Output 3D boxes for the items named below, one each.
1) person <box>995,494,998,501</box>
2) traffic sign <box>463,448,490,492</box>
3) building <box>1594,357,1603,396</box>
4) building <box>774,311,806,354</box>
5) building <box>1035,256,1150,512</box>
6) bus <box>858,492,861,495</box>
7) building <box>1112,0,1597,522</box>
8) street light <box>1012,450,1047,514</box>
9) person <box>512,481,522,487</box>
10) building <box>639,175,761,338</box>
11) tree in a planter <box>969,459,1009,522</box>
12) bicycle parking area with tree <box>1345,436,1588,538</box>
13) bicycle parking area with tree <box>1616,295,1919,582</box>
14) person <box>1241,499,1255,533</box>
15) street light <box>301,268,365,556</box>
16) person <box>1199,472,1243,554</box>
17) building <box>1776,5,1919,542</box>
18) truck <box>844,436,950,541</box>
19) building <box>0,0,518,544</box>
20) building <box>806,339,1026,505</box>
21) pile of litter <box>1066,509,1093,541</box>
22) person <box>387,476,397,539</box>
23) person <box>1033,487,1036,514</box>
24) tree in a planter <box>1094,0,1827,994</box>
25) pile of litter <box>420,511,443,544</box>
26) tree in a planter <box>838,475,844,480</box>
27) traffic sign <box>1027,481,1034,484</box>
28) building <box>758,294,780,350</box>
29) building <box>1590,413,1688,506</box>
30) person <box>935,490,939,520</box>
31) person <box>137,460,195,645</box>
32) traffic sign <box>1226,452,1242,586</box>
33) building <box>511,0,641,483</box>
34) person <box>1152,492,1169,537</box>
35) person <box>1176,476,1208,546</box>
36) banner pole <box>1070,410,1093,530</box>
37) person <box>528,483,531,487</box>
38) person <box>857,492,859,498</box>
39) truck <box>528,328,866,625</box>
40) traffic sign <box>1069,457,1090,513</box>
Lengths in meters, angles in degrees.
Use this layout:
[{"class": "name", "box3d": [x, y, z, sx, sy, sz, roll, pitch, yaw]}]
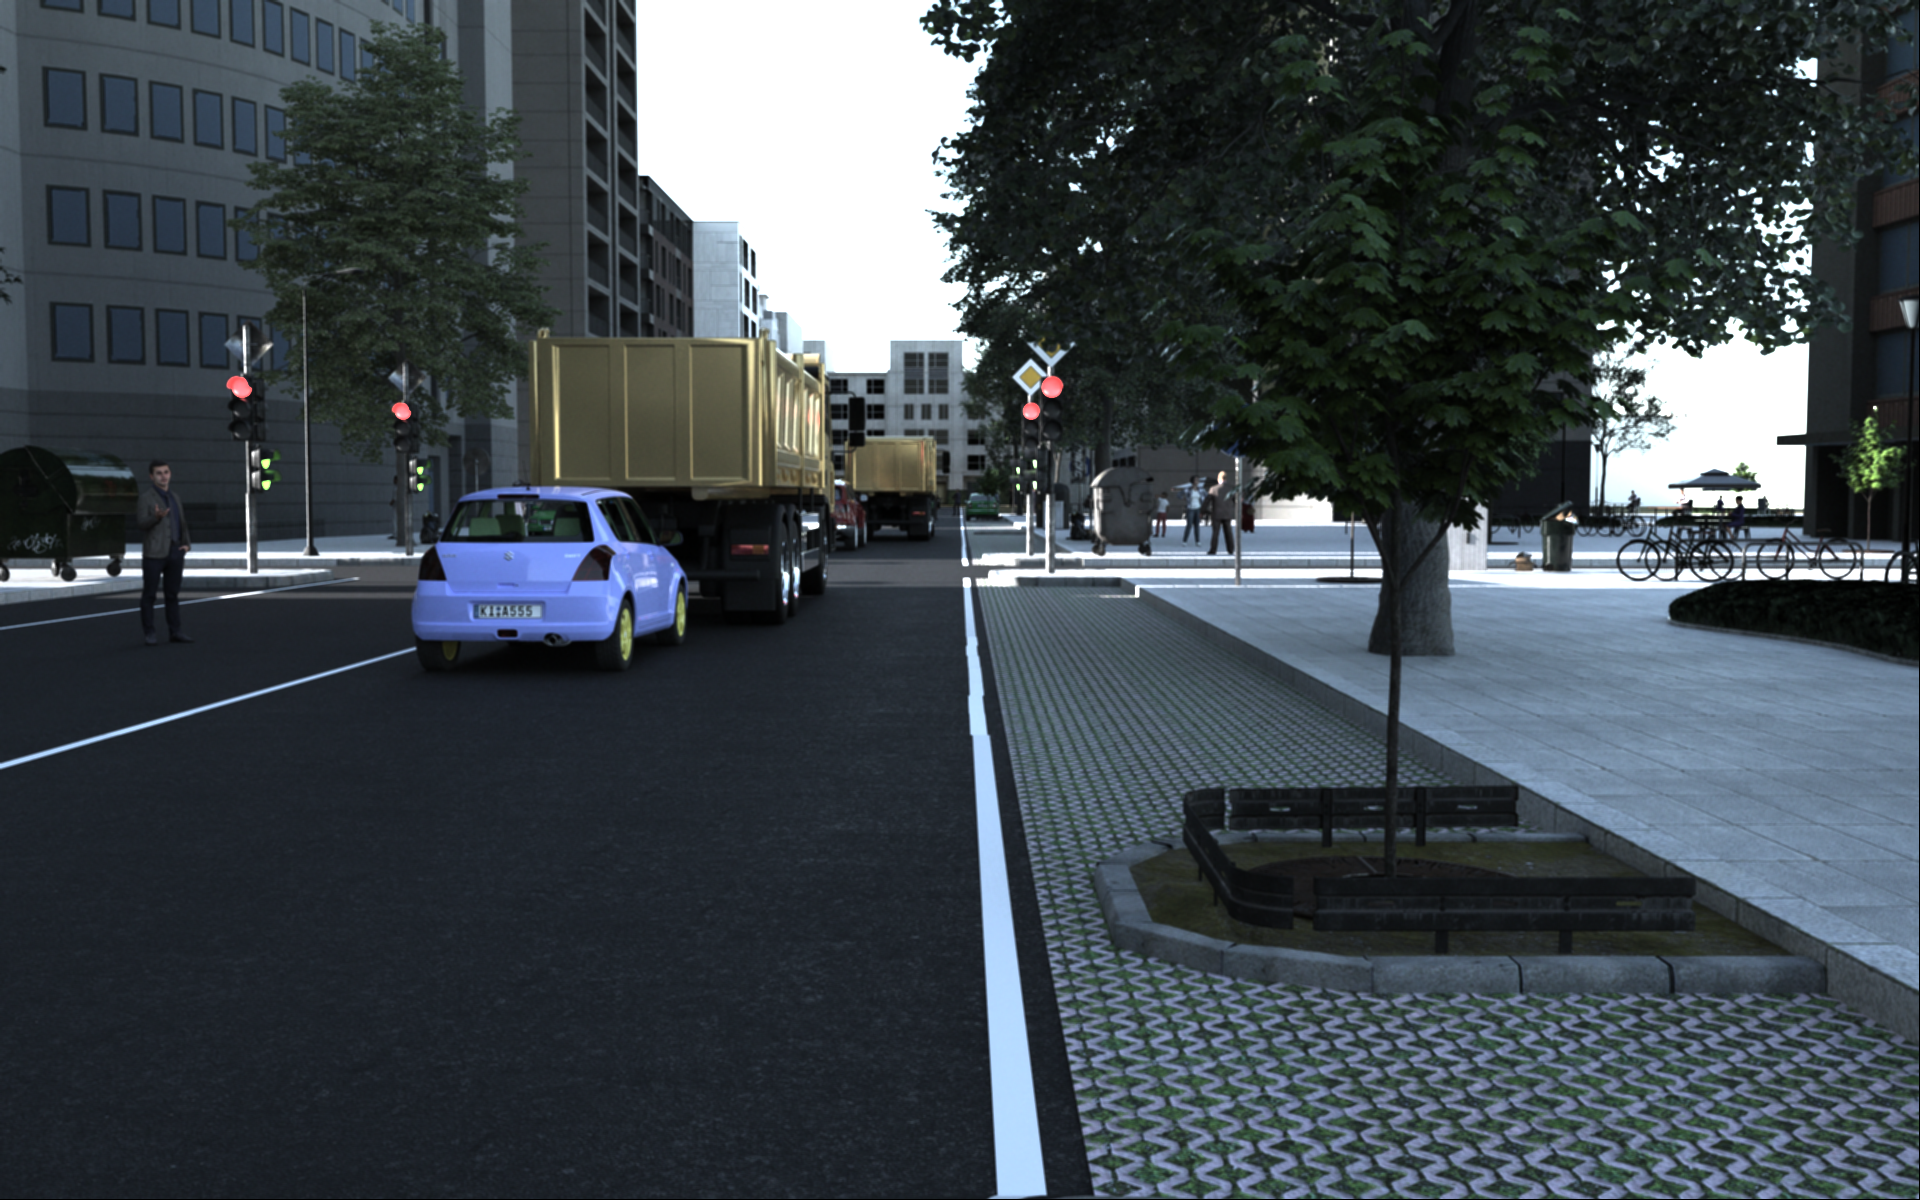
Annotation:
[{"class": "person", "box3d": [2.032, -5.503, 99.190, 0.376, 1.734, 0.841, 0, 4, 7]}, {"class": "traffic sign", "box3d": [-13.282, -2.903, 47.573, 0.768, 2.556, 0.104, 0, 4, 5]}, {"class": "building", "box3d": [67.853, -21.324, 205.067, 11.380, 20.091, 16.016, 0, 3, 0]}, {"class": "building", "box3d": [-32.413, -18.930, 175.957, 31.486, 18.905, 16.747, 0, 3, 0]}, {"class": "building", "box3d": [14.893, -16.544, 136.960, 16.747, 18.905, 31.486, 0, 3, 0]}, {"class": "bus", "box3d": [-8.495, -10.290, 163.103, 2.948, 3.499, 13.247, 0, 3, 0]}, {"class": "building", "box3d": [18.967, -39.759, 88.317, 20.563, 71.187, 20.611, 0, 3, 0]}, {"class": "street light", "box3d": [2.940, -5.982, 70.346, 1.470, 5.913, 1.316, 0, 3, 0]}, {"class": "person", "box3d": [-10.621, -1.975, 41.456, 0.551, 1.740, 0.621, 0, 4, 6]}, {"class": "building", "box3d": [-30.420, -17.340, 127.487, 27.936, 21.610, 32.646, 0, 3, 0]}, {"class": "tree in a planter", "box3d": [1.463, -5.575, 88.377, 1.991, 3.239, 1.994, 0, 3, 0]}, {"class": "bicycle parking area with tree", "box3d": [16.810, -4.091, 53.884, 8.231, 4.147, 9.016, -1, 4, -9]}, {"class": "bicycle parking area with tree", "box3d": [13.936, -2.177, 22.599, 9.016, 4.147, 8.231, 0, 4, 7]}, {"class": "person", "box3d": [9.586, -3.006, 57.659, 0.523, 1.526, 0.387, 2, 4, 32]}, {"class": "street light", "box3d": [-12.933, -3.867, 35.764, 1.470, 5.913, 1.316, 0, 3, 0]}, {"class": "person", "box3d": [5.556, -1.858, 36.967, 0.990, 1.755, 0.434, -1, 4, -10]}, {"class": "building", "box3d": [38.470, -23.950, 46.211, 28.867, 44.769, 22.147, 0, 3, 0]}, {"class": "truck", "box3d": [-2.126, -3.716, 56.683, 3.469, 3.379, 9.791, 0, 4, 1]}, {"class": "building", "box3d": [-28.540, -31.383, 55.118, 21.231, 58.520, 28.212, 0, 3, 0]}, {"class": "building", "box3d": [-8.072, -20.796, 206.473, 31.486, 18.905, 16.747, 0, 3, 0]}, {"class": "pile of litter", "box3d": [3.535, -2.118, 48.601, 1.176, 0.858, 1.719, 1, 4, 10]}, {"class": "person", "box3d": [-15.938, -2.614, 48.936, 0.789, 1.805, 0.875, 0, 4, 3]}, {"class": "person", "box3d": [4.709, -6.303, 110.009, 0.530, 1.710, 0.541, 0, 4, 1]}, {"class": "tree in a planter", "box3d": [1.478, -0.526, 5.829, 1.991, 3.239, 1.994, 0, 3, 0]}, {"class": "pile of litter", "box3d": [-13.492, -1.900, 45.030, 1.176, 0.858, 1.719, 0, 4, 2]}, {"class": "tree in a planter", "box3d": [-11.163, -10.253, 164.851, 1.991, 3.239, 1.994, 0, 3, 0]}, {"class": "traffic sign", "box3d": [3.808, -5.895, 96.393, 0.884, 2.594, 0.081, 0, 4, 6]}, {"class": "building", "box3d": [-24.790, -18.649, 161.335, 16.016, 20.091, 11.380, 0, 3, 0]}, {"class": "building", "box3d": [60.897, -14.510, 179.385, 28.070, 9.664, 9.099, 0, 3, 0]}, {"class": "person", "box3d": [-1.321, -5.320, 96.956, 0.415, 1.643, 0.593, -3, 4, -38]}, {"class": "person", "box3d": [-7.506, -0.456, 16.493, 0.750, 1.759, 0.617, 3, 4, 37]}, {"class": "traffic sign", "box3d": [3.886, -1.471, 24.149, 0.768, 2.556, 0.104, 0, 4, 3]}, {"class": "building", "box3d": [-26.427, -40.098, 93.858, 20.563, 71.187, 20.611, 0, 3, 0]}, {"class": "person", "box3d": [6.005, -2.561, 51.824, 0.435, 1.345, 0.340, -2, 4, -35]}, {"class": "person", "box3d": [5.747, -2.193, 42.616, 0.841, 1.734, 0.376, 0, 4, -8]}, {"class": "banner pole", "box3d": [3.683, -3.764, 51.552, 0.863, 3.779, 0.401, -1, 4, -9]}, {"class": "person", "box3d": [-17.378, -3.869, 70.020, 0.841, 1.734, 0.376, -2, 4, -32]}, {"class": "person", "box3d": [-5.974, -5.444, 98.975, 0.593, 1.643, 0.415, 2, 4, 30]}, {"class": "truck", "box3d": [-3.161, -1.633, 22.630, 3.469, 3.379, 9.791, 0, 3, 0]}, {"class": "traffic sign", "box3d": [3.936, -3.454, 56.573, 0.768, 2.556, 0.104, 0, 4, 5]}]
